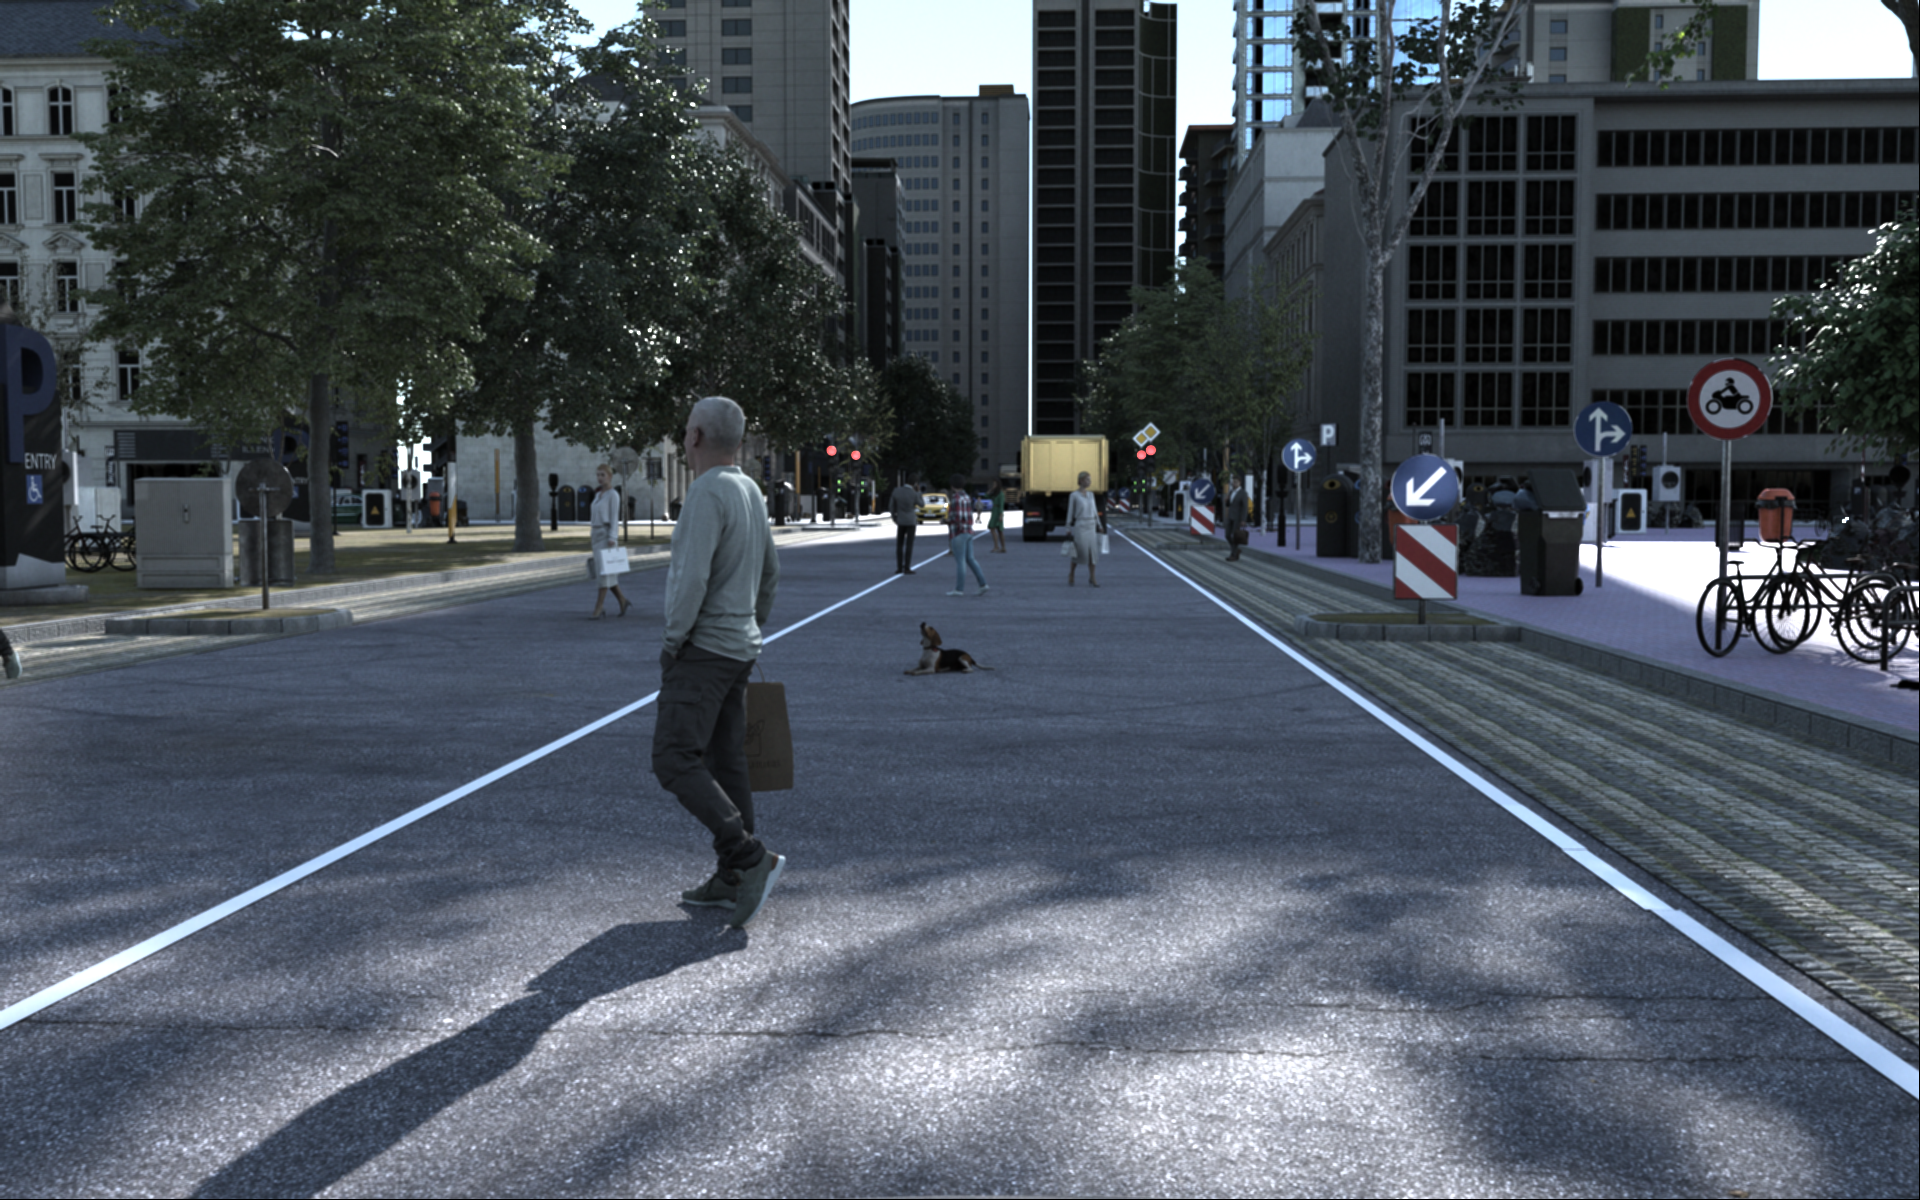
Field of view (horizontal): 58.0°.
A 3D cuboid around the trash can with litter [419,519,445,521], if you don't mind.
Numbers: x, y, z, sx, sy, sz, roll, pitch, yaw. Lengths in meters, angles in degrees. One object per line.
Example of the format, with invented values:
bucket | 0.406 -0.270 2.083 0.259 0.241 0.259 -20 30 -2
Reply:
trash can with litter | -24.982 -4.381 82.680 2.233 1.210 1.678 3 5 39

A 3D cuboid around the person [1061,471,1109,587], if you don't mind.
person | 1.931 -1.102 26.873 0.694 1.780 0.624 -1 4 -16

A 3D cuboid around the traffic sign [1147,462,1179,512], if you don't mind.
traffic sign | 12.813 -7.007 108.440 2.265 3.308 0.079 1 4 9

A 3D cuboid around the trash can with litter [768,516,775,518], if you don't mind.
trash can with litter | -10.631 -4.894 91.072 2.233 1.210 1.678 -2 4 -32

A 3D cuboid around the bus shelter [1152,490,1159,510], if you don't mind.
bus shelter | 15.210 -8.536 133.488 2.014 3.302 5.546 0 4 3

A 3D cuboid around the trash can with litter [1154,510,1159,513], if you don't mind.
trash can with litter | 14.318 -6.748 121.388 2.233 1.210 1.678 0 4 3

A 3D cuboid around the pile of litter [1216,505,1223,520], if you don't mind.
pile of litter | 13.306 -4.481 87.229 1.719 0.858 1.176 0 4 6

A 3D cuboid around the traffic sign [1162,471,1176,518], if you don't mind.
traffic sign | 11.359 -5.747 94.069 0.768 2.556 0.104 1 4 9

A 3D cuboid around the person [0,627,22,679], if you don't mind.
person | -7.693 -0.267 13.345 0.782 1.767 0.515 2 4 26

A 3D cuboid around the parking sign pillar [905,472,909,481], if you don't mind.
parking sign pillar | -4.409 -9.616 145.700 1.447 3.967 1.447 1 4 12

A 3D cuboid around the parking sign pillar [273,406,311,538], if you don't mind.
parking sign pillar | -19.531 -3.824 50.987 1.447 3.967 1.447 1 4 13

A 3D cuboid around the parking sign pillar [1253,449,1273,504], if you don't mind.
parking sign pillar | 17.728 -6.937 101.898 1.447 3.967 1.447 -2 4 -25

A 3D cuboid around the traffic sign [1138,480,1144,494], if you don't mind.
traffic sign | 13.749 -7.988 130.606 0.884 2.594 0.081 1 4 9

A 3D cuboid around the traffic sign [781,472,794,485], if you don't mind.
traffic sign | -8.108 -4.854 81.495 0.606 2.300 0.079 0 4 8

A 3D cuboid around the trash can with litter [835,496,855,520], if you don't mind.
trash can with litter | -5.785 -4.664 87.645 1.055 1.170 0.624 2 4 24

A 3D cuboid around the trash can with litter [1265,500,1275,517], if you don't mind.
trash can with litter | 16.157 -4.886 91.272 0.624 1.170 1.055 -3 5 -45

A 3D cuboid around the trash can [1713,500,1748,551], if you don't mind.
trash can | 17.541 -1.701 39.464 0.748 1.137 0.748 0 3 0

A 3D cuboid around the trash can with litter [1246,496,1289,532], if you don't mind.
trash can with litter | 10.418 -2.946 59.227 1.678 1.210 2.233 1 4 23

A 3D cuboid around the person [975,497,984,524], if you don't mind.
person | 0.932 -4.337 83.679 0.475 1.303 0.640 -3 5 -40

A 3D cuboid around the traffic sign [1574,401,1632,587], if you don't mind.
traffic sign | 8.822 -1.452 23.843 0.768 2.556 0.104 1 4 10

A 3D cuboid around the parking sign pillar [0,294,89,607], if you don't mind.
parking sign pillar | -11.083 -1.948 20.320 1.447 3.967 1.447 0 4 1

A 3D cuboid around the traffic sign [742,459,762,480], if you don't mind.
traffic sign | -7.522 -3.825 62.648 0.768 2.556 0.104 1 4 12

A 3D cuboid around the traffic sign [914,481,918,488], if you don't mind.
traffic sign | -3.989 -9.163 149.928 0.768 2.556 0.104 0 4 6

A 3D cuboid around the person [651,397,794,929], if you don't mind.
person | -0.780 0.179 6.055 0.515 1.767 0.782 1 4 13

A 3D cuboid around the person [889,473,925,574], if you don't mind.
person | -0.958 -1.368 31.043 0.592 1.802 0.473 2 4 33

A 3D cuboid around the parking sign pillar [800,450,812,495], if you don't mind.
parking sign pillar | -9.512 -7.216 106.452 1.447 3.967 1.447 -2 4 -28

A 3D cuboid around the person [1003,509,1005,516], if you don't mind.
person | 2.815 -6.284 115.516 0.394 1.301 0.425 0 4 8

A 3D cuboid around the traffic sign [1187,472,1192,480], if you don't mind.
traffic sign | 13.472 -6.230 101.863 0.884 2.594 0.081 1 4 11

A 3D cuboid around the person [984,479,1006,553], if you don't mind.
person | 0.933 -2.052 42.301 0.529 1.795 0.600 -2 4 -34

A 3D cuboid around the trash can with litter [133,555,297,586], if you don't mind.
trash can with litter | -10.839 -0.866 25.222 2.233 1.210 1.678 -2 4 -27

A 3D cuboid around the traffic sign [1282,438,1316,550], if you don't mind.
traffic sign | 7.776 -2.426 39.774 0.768 2.556 0.104 1 4 8

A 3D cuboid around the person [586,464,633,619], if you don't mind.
person | -4.039 -0.680 19.975 0.624 1.780 0.694 -2 4 -28

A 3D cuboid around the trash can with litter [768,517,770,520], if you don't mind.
trash can with litter | -9.701 -4.450 84.142 0.624 1.170 1.055 1 4 20

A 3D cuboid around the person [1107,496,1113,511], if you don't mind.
person | 11.425 -7.523 131.685 0.537 1.800 0.526 3 4 36

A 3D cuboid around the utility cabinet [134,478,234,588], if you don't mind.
utility cabinet | -10.438 -0.894 23.294 1.173 1.500 0.318 0 4 -2

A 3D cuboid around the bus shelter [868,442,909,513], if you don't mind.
bus shelter | -5.105 -8.821 121.847 2.179 5.291 8.768 0 4 4

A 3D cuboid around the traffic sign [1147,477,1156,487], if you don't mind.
traffic sign | 11.318 -6.142 102.559 0.606 2.300 0.079 0 4 4

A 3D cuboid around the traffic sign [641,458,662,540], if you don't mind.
traffic sign | -8.641 -2.842 48.589 0.606 2.300 0.079 0 4 7

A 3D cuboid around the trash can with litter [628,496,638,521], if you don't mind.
trash can with litter | -15.809 -4.388 83.136 0.624 1.170 1.055 0 4 -8

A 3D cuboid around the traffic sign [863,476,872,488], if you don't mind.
traffic sign | -5.756 -6.562 108.480 0.795 2.450 0.064 0 4 8

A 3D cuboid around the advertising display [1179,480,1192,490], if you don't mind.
advertising display | 10.162 -4.441 77.826 0.123 1.923 0.974 -2 4 -29

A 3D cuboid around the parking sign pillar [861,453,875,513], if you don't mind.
parking sign pillar | -6.086 -7.667 113.834 1.447 3.967 1.447 1 4 21

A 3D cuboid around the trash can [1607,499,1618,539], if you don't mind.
trash can | 18.573 -2.342 49.946 0.748 1.137 0.748 0 3 0

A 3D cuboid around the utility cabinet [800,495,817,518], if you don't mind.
utility cabinet | -8.097 -4.946 92.024 1.020 1.237 0.306 2 4 31

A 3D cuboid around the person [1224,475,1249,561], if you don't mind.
person | 5.870 -1.731 36.760 0.622 1.834 0.822 3 5 40

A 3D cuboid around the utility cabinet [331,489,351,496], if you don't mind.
utility cabinet | -27.871 -4.216 77.603 1.173 1.500 0.318 0 4 8

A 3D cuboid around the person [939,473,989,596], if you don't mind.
person | 0.054 -0.919 24.362 0.643 1.720 0.563 2 4 23

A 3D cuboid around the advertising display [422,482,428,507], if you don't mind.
advertising display | -29.600 -5.567 96.236 0.123 1.923 0.974 0 4 7

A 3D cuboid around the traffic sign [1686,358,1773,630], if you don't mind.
traffic sign | 7.218 -0.992 16.333 0.768 2.556 0.104 0 4 8

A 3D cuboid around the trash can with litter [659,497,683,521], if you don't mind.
trash can with litter | -13.616 -4.293 81.574 1.055 1.170 0.624 -1 4 -16

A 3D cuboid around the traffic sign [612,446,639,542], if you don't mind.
traffic sign | -8.960 -2.829 46.355 0.768 2.556 0.104 1 4 9

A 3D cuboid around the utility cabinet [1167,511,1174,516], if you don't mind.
utility cabinet | 12.550 -5.538 101.716 0.306 1.237 1.020 2 4 35

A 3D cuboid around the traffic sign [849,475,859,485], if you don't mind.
traffic sign | -6.877 -6.882 112.626 0.768 2.556 0.104 1 4 9

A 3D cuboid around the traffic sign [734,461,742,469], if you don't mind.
traffic sign | -8.715 -4.056 66.416 0.768 2.556 0.104 1 4 10

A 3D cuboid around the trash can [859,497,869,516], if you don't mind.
trash can | -5.642 -5.517 101.854 0.748 1.137 0.748 0 3 0
